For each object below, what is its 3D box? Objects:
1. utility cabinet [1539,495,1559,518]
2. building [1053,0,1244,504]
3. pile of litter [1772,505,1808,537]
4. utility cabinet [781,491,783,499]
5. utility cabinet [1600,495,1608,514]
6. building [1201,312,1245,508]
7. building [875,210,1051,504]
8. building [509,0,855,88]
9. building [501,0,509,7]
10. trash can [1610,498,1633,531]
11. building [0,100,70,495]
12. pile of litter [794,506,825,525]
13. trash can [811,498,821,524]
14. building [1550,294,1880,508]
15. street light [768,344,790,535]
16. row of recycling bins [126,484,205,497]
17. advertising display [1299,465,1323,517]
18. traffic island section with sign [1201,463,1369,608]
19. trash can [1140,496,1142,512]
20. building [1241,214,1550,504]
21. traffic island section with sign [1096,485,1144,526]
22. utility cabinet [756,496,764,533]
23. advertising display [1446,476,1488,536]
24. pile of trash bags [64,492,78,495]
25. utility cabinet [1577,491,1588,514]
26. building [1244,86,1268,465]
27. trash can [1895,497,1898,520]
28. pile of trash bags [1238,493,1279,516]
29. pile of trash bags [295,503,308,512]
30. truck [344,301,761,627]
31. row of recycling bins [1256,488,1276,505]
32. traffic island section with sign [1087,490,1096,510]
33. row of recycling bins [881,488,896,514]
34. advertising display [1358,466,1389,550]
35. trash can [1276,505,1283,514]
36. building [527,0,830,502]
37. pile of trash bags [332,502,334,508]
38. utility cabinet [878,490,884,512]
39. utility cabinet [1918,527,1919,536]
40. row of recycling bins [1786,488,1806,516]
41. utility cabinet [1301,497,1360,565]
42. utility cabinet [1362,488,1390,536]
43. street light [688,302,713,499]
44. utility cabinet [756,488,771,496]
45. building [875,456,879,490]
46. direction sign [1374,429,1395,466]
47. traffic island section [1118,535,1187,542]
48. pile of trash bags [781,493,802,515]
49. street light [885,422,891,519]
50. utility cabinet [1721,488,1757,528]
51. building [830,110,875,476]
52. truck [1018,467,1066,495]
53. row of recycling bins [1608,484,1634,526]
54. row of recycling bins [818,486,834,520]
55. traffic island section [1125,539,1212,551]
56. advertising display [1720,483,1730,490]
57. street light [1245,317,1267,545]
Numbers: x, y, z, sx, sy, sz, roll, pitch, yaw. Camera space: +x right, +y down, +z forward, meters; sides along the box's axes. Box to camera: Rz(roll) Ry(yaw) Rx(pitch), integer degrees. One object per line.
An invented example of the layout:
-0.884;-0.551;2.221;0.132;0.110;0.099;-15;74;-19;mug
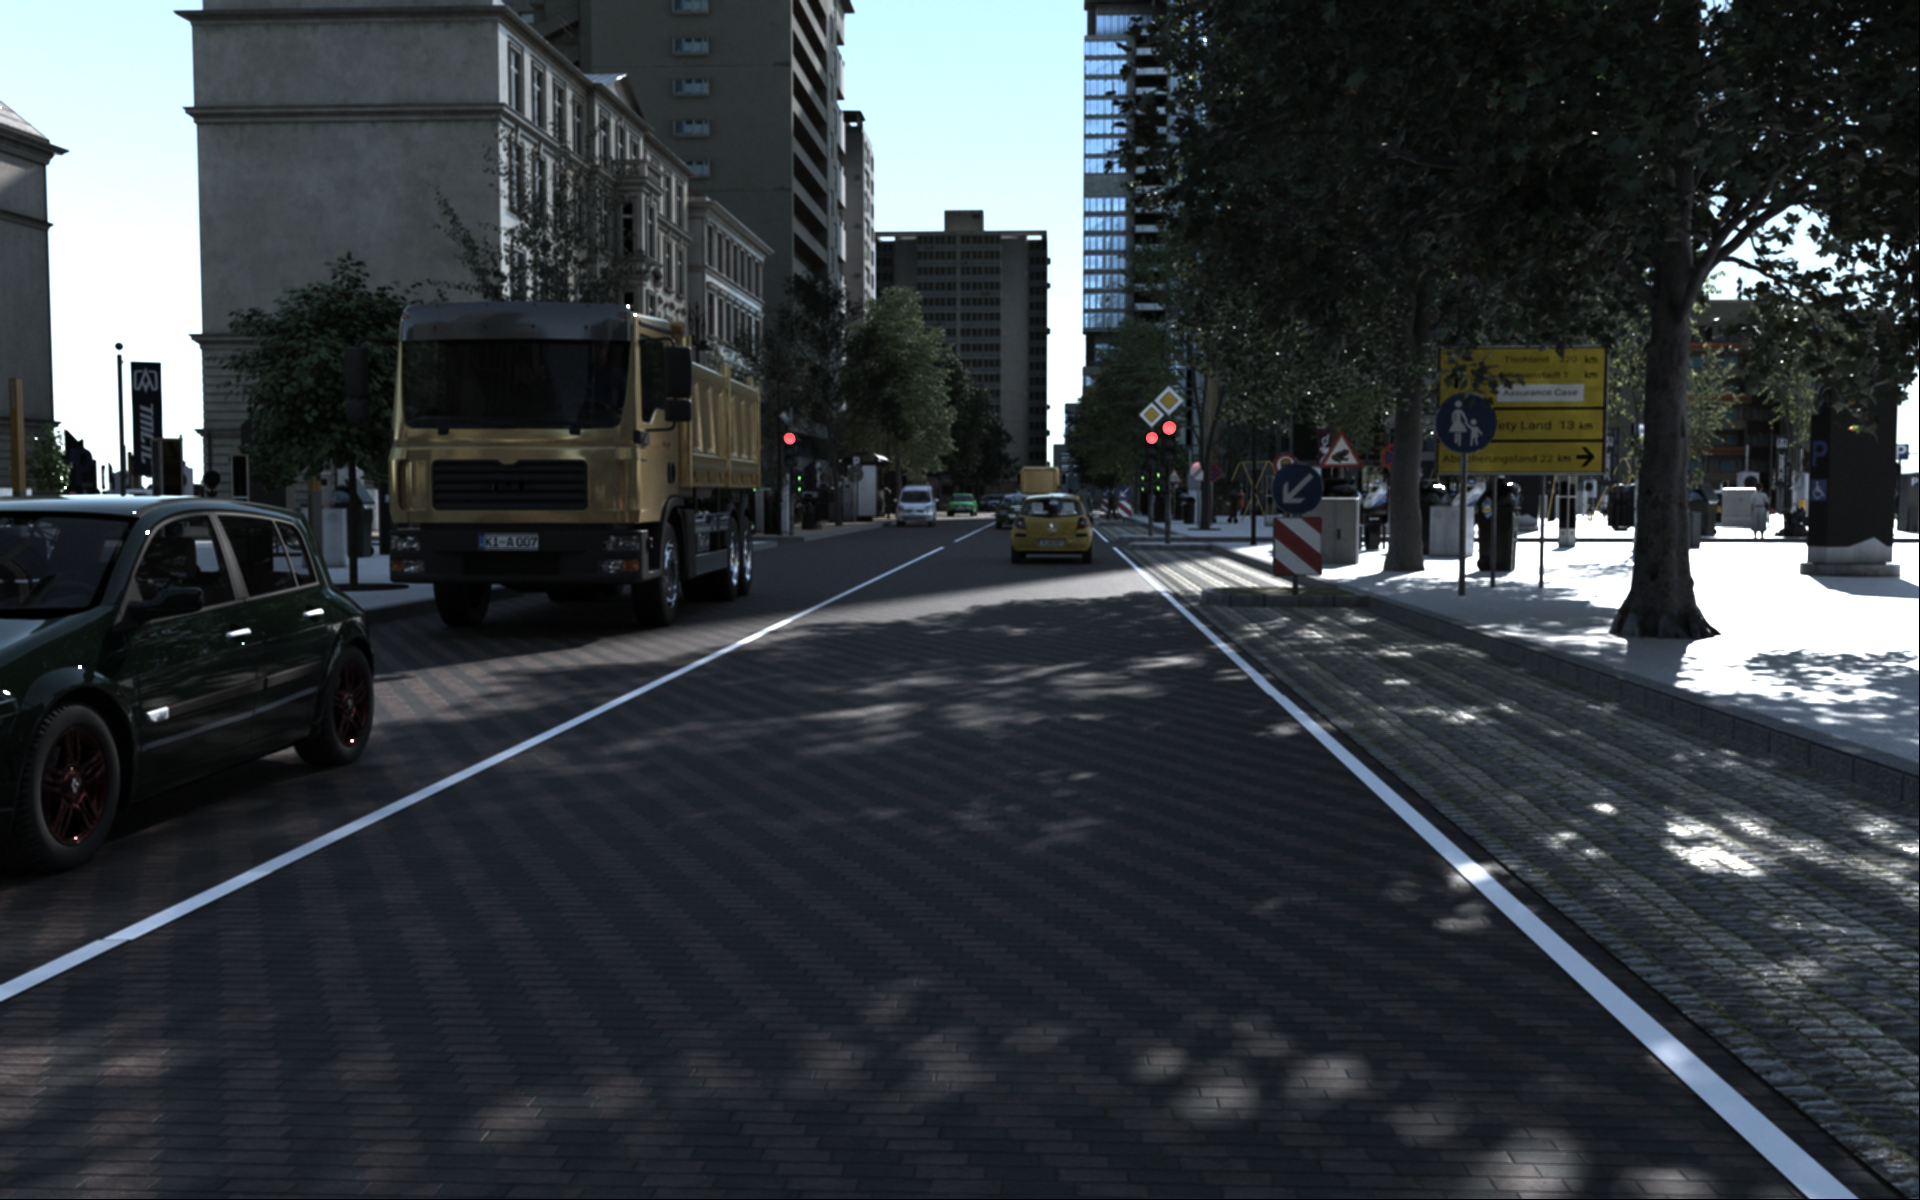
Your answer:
31.677;-5.013;93.130;1.020;1.237;0.306;-1;4;-11;utility cabinet
28.048;-56.141;230.574;31.000;86.520;22.319;0;4;3;building
25.089;-2.330;52.064;1.176;0.858;1.719;-1;4;-13;pile of litter
-12.244;-6.535;115.518;1.173;1.500;0.318;3;4;37;utility cabinet
42.618;-6.296;114.104;1.020;1.237;0.306;-2;4;-32;utility cabinet
39.694;-20.268;176.423;27.650;21.520;28.899;0;4;3;building
0.492;-33.501;239.627;23.993;40.220;32.217;0;4;3;building
-25.539;-35.233;165.296;28.713;52.752;27.495;0;4;3;building
-37.788;-39.280;184.225;28.212;58.520;21.231;0;4;3;building
23.349;-3.028;61.155;0.748;1.137;0.748;0;3;0;trash can
-48.794;-12.643;71.342;19.286;19.102;10.561;0;4;3;building
-6.461;-3.633;73.366;1.719;0.858;1.176;-2;4;-28;pile of litter
-6.029;-3.634;71.063;0.748;1.137;0.748;0;3;0;trash can
73.373;-20.261;176.305;28.899;21.520;27.650;0;4;3;building
-5.606;-4.947;53.664;0.468;5.910;1.993;0;4;3;street light
-31.560;-3.779;68.903;1.069;1.692;3.534;2;4;32;row of recycling bins
7.899;-2.049;38.713;0.123;1.923;0.974;-2;4;-29;advertising display
4.205;-0.861;22.705;1.989;1.847;2.006;0;4;3;traffic island section with sign
12.757;-6.817;123.109;0.748;1.137;0.748;0;3;0;trash can
33.820;-42.695;136.307;20.563;71.187;20.611;0;4;3;building
7.212;-4.211;77.484;1.989;1.847;2.006;0;4;3;traffic island section with sign
-6.746;-2.857;57.872;1.020;1.237;0.306;0;4;-3;utility cabinet
11.786;-2.145;40.279;0.974;1.923;0.123;-1;4;-11;advertising display
-35.444;-3.539;67.609;3.447;1.369;1.912;2;4;33;pile of trash bags
38.572;-6.051;107.614;0.318;1.500;1.173;-1;4;-11;utility cabinet
32.423;-28.816;154.735;14.154;41.232;14.086;0;4;3;building
47.888;-4.753;89.369;0.748;1.137;0.748;0;3;0;trash can
17.571;-5.746;103.693;1.912;1.369;3.447;3;5;39;pile of trash bags
-43.406;-6.304;112.815;1.912;1.369;3.447;1;4;16;pile of trash bags
-4.315;-1.526;20.872;3.469;3.379;9.791;0;4;1;truck
22.143;-6.942;120.615;3.534;1.692;1.069;0;4;7;row of recycling bins
8.725;-5.895;105.003;1.989;1.847;2.006;0;4;3;traffic island section with sign
-4.422;-6.455;112.659;3.534;1.692;1.069;-1;4;-16;row of recycling bins
9.531;-2.126;39.975;0.974;1.923;0.123;-3;4;-38;advertising display
20.834;-6.160;112.373;0.748;1.137;0.748;0;3;0;trash can
-22.572;-31.581;140.045;21.300;48.544;21.600;0;4;3;building
-41.792;-6.604;117.731;3.447;1.369;1.912;1;4;9;pile of trash bags
-4.682;-5.531;99.103;0.318;1.500;1.173;-2;4;-26;utility cabinet
29.333;-2.661;52.189;0.318;1.500;1.173;0;4;5;utility cabinet
50.777;-5.833;102.485;3.534;1.692;1.069;3;5;41;row of recycling bins
6.804;-1.264;31.830;1.020;1.237;0.306;2;4;27;utility cabinet
12.884;-2.701;52.838;1.173;1.500;0.318;-1;4;-19;utility cabinet
-6.309;-4.217;41.736;0.468;5.910;1.993;0;4;3;street light
-11.684;-5.881;104.840;1.173;1.500;0.318;0;4;1;utility cabinet
-25.515;-39.678;237.978;27.495;52.752;28.713;0;4;3;building
14.782;-4.157;59.971;0.876;3.537;0.379;2;4;24;direction sign
5.851;-1.874;52.923;2.009;0.180;2.903;0;4;3;traffic island section
-9.346;-5.248;95.557;1.912;1.369;3.447;0;4;-3;pile of trash bags
-3.674;-7.089;88.699;0.468;5.910;1.993;0;4;3;street light
29.495;-3.481;65.585;1.173;1.500;0.318;3;5;41;utility cabinet
-16.472;-30.803;187.222;14.086;41.232;14.154;0;4;3;building
5.629;-7.642;120.867;3.469;3.379;9.791;0;4;4;truck
27.209;-3.814;69.476;1.069;1.692;3.534;-1;4;-10;row of recycling bins
-6.268;-4.904;87.289;1.069;1.692;3.534;1;4;17;row of recycling bins
5.413;-1.386;44.950;2.009;0.180;2.903;0;4;3;traffic island section
43.306;-5.681;98.098;0.123;1.923;0.974;0;4;-2;advertising display
7.373;-4.315;43.345;0.468;5.910;1.993;0;4;3;street light
